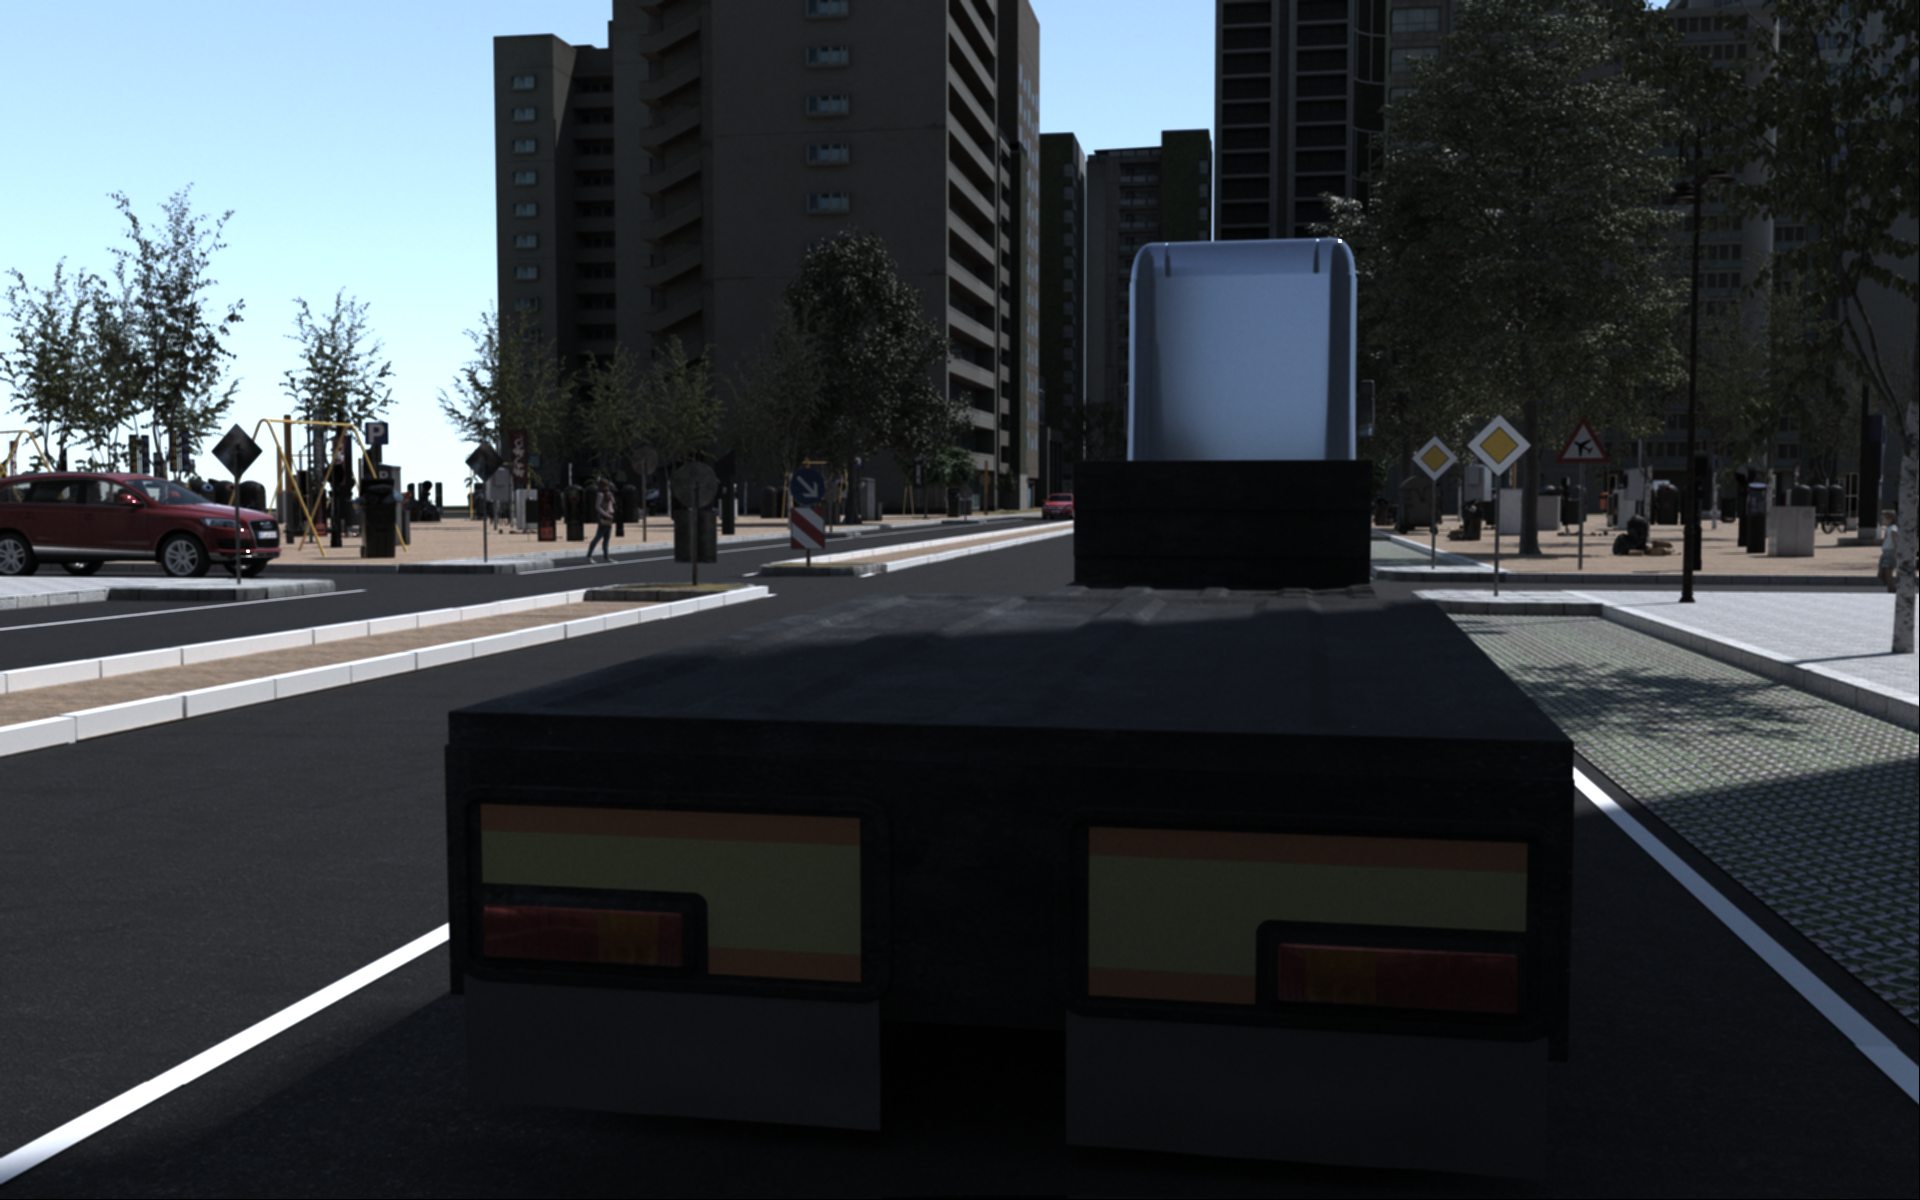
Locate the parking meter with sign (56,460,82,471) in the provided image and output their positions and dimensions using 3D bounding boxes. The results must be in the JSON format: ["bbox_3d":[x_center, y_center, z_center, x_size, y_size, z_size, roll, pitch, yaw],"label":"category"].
[{"bbox_3d":[-45.811,-5.723,89.840,1.738,3.016,0.543,-1,4,-17],"label":"parking meter with sign"}]

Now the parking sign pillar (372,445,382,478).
[{"bbox_3d":[-25.165,-5.243,74.203,1.447,3.967,1.447,0,4,1],"label":"parking sign pillar"}]

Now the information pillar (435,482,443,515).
[{"bbox_3d":[-32.435,-6.319,107.807,0.304,2.012,0.304,2,4,28],"label":"information pillar"}]

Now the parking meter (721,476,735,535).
[{"bbox_3d":[-7.332,-2.997,54.712,0.399,1.863,0.255,3,5,45],"label":"parking meter"}]

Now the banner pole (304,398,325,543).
[{"bbox_3d":[-16.754,-3.363,45.005,0.863,3.779,0.401,2,4,32],"label":"banner pole"}]

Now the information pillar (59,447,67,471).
[{"bbox_3d":[-44.757,-5.820,86.507,0.183,3.616,0.504,1,4,12],"label":"information pillar"}]

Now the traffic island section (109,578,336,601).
[{"bbox_3d":[-10.293,-0.146,24.674,2.009,0.180,2.903,1,4,10],"label":"traffic island section"}]

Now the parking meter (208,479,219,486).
[{"bbox_3d":[-27.985,-3.629,65.041,0.399,1.863,0.255,1,4,16],"label":"parking meter"}]

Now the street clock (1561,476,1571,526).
[{"bbox_3d":[24.587,-4.020,70.301,0.358,2.002,0.471,3,5,40],"label":"street clock"}]

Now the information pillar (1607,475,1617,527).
[{"bbox_3d":[25.351,-3.843,67.320,0.304,2.012,0.304,2,4,26],"label":"information pillar"}]

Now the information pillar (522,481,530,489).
[{"bbox_3d":[-22.661,-5.263,90.534,0.304,2.012,0.304,1,4,20],"label":"information pillar"}]

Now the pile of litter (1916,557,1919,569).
[{"bbox_3d":[16.641,-0.958,29.629,1.176,0.858,1.719,2,4,33],"label":"pile of litter"}]

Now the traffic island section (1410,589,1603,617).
[{"bbox_3d":[6.746,0.033,21.738,2.009,0.180,2.903,1,4,10],"label":"traffic island section"}]

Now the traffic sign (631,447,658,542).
[{"bbox_3d":[-8.525,-2.853,46.754,0.768,2.556,0.104,1,4,11],"label":"traffic sign"}]

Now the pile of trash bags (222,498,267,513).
[{"bbox_3d":[-39.355,-5.247,95.536,1.912,1.369,3.447,-1,4,-12],"label":"pile of trash bags"}]

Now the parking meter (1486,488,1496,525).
[{"bbox_3d":[21.856,-3.846,71.297,0.372,1.533,0.369,0,3,0],"label":"parking meter"}]

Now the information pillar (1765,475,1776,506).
[{"bbox_3d":[30.717,-3.744,65.703,0.304,2.012,0.304,3,5,44],"label":"information pillar"}]

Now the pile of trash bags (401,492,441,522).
[{"bbox_3d":[-25.637,-4.259,79.379,1.912,1.369,3.447,2,4,32],"label":"pile of trash bags"}]

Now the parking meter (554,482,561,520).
[{"bbox_3d":[-19.750,-4.850,85.012,0.255,1.863,0.399,-2,4,-27],"label":"parking meter"}]

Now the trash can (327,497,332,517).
[{"bbox_3d":[-35.218,-5.208,96.807,0.748,1.137,0.748,0,3,0],"label":"trash can"}]

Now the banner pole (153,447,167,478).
[{"bbox_3d":[-42.053,-6.193,91.274,0.863,3.779,0.401,-2,4,-30],"label":"banner pole"}]

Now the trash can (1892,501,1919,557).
[{"bbox_3d":[19.503,-1.459,35.504,0.748,1.137,0.748,0,3,0],"label":"trash can"}]

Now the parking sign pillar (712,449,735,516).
[{"bbox_3d":[-13.983,-6.976,102.533,1.447,3.967,1.447,-2,4,-24],"label":"parking sign pillar"}]

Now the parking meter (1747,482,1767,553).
[{"bbox_3d":[17.356,-1.793,37.721,0.372,1.533,0.369,0,3,0],"label":"parking meter"}]

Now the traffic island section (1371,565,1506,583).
[{"bbox_3d":[8.105,-0.448,29.607,2.009,0.180,2.903,1,4,10],"label":"traffic island section"}]

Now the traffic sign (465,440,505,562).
[{"bbox_3d":[-8.909,-1.764,32.477,0.795,2.450,0.064,1,4,10],"label":"traffic sign"}]

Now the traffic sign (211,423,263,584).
[{"bbox_3d":[-10.268,-1.282,24.608,0.795,2.450,0.064,1,4,10],"label":"traffic sign"}]

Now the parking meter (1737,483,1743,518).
[{"bbox_3d":[41.898,-5.333,92.899,0.399,1.863,0.255,-2,4,-31],"label":"parking meter"}]

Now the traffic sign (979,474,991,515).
[{"bbox_3d":[1.524,-6.559,107.347,0.768,2.556,0.104,1,4,17],"label":"traffic sign"}]

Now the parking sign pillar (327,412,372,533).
[{"bbox_3d":[-20.488,-4.225,57.551,1.447,3.967,1.447,-1,4,-23],"label":"parking sign pillar"}]

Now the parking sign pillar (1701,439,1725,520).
[{"bbox_3d":[37.290,-5.956,85.853,1.447,3.967,1.447,-3,5,-43],"label":"parking sign pillar"}]

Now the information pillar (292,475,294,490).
[{"bbox_3d":[-25.129,-3.707,65.094,0.304,2.012,0.304,2,4,33],"label":"information pillar"}]

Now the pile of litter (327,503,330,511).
[{"bbox_3d":[-36.519,-5.315,100.860,1.719,0.858,1.176,-2,4,-30],"label":"pile of litter"}]

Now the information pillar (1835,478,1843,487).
[{"bbox_3d":[40.820,-4.642,80.385,0.304,2.012,0.304,0,4,0],"label":"information pillar"}]

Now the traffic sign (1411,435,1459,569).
[{"bbox_3d":[8.081,-1.584,29.534,0.795,2.450,0.064,1,4,10],"label":"traffic sign"}]

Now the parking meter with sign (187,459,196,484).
[{"bbox_3d":[-37.922,-5.461,85.550,0.543,3.016,1.738,-2,4,-33],"label":"parking meter with sign"}]

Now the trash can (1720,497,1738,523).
[{"bbox_3d":[34.424,-4.033,77.593,0.748,1.137,0.748,0,3,0],"label":"trash can"}]

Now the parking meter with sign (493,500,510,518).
[{"bbox_3d":[-24.395,-5.861,92.082,0.543,3.016,1.738,-3,5,-45],"label":"parking meter with sign"}]

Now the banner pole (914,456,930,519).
[{"bbox_3d":[-1.980,-6.056,89.032,0.863,3.779,0.401,0,4,-2],"label":"banner pole"}]

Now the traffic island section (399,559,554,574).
[{"bbox_3d":[-8.934,-0.628,32.543,2.009,0.180,2.903,1,4,10],"label":"traffic island section"}]

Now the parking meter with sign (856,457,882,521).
[{"bbox_3d":[-4.345,-5.243,81.988,0.543,3.016,1.738,2,4,33],"label":"parking meter with sign"}]

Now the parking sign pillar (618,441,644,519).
[{"bbox_3d":[-16.738,-6.100,88.199,1.447,3.967,1.447,-3,4,-37],"label":"parking sign pillar"}]

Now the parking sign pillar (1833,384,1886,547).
[{"bbox_3d":[22.601,-3.330,42.920,1.447,3.967,1.447,2,4,33],"label":"parking sign pillar"}]

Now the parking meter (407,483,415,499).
[{"bbox_3d":[-29.156,-5.278,92.003,0.255,1.863,0.399,1,4,10],"label":"parking meter"}]

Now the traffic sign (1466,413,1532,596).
[{"bbox_3d":[6.722,-1.102,21.665,0.795,2.450,0.064,1,4,10],"label":"traffic sign"}]

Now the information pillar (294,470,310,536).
[{"bbox_3d":[-20.248,-2.993,53.426,0.304,2.012,0.304,-1,4,-12],"label":"information pillar"}]

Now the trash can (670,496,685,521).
[{"bbox_3d":[-13.717,-4.425,84.005,0.748,1.137,0.748,0,3,0],"label":"trash can"}]

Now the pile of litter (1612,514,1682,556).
[{"bbox_3d":[14.457,-1.370,36.369,1.719,0.858,1.176,-1,4,-15],"label":"pile of litter"}]

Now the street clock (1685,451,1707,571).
[{"bbox_3d":[12.347,-1.498,29.061,0.358,2.002,0.471,1,4,11],"label":"street clock"}]

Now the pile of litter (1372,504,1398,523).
[{"bbox_3d":[19.237,-3.954,78.613,1.719,0.858,1.176,-2,4,-32],"label":"pile of litter"}]

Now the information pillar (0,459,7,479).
[{"bbox_3d":[-63.847,-7.604,115.688,0.183,3.616,0.504,2,4,24],"label":"information pillar"}]

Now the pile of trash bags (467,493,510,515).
[{"bbox_3d":[-28.670,-5.825,104.987,3.447,1.369,1.912,2,4,35],"label":"pile of trash bags"}]

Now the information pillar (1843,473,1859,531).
[{"bbox_3d":[31.103,-3.421,60.424,0.304,2.012,0.304,0,4,-2],"label":"information pillar"}]

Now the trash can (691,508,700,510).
[{"bbox_3d":[-13.091,-4.498,85.188,0.748,1.137,0.748,0,3,0],"label":"trash can"}]

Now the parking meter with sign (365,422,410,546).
[{"bbox_3d":[-14.103,-2.848,42.825,0.543,3.016,1.738,0,4,1],"label":"parking meter with sign"}]

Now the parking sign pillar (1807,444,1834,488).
[{"bbox_3d":[44.034,-6.119,88.519,1.447,3.967,1.447,0,4,7],"label":"parking sign pillar"}]

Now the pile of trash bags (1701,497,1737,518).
[{"bbox_3d":[41.963,-5.231,95.272,3.447,1.369,1.912,-1,4,-20],"label":"pile of trash bags"}]

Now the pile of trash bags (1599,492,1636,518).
[{"bbox_3d":[36.388,-5.159,94.107,3.447,1.369,1.912,0,4,-7],"label":"pile of trash bags"}]

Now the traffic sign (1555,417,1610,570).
[{"bbox_3d":[10.505,-1.790,29.266,0.884,2.594,0.081,1,4,12],"label":"traffic sign"}]
